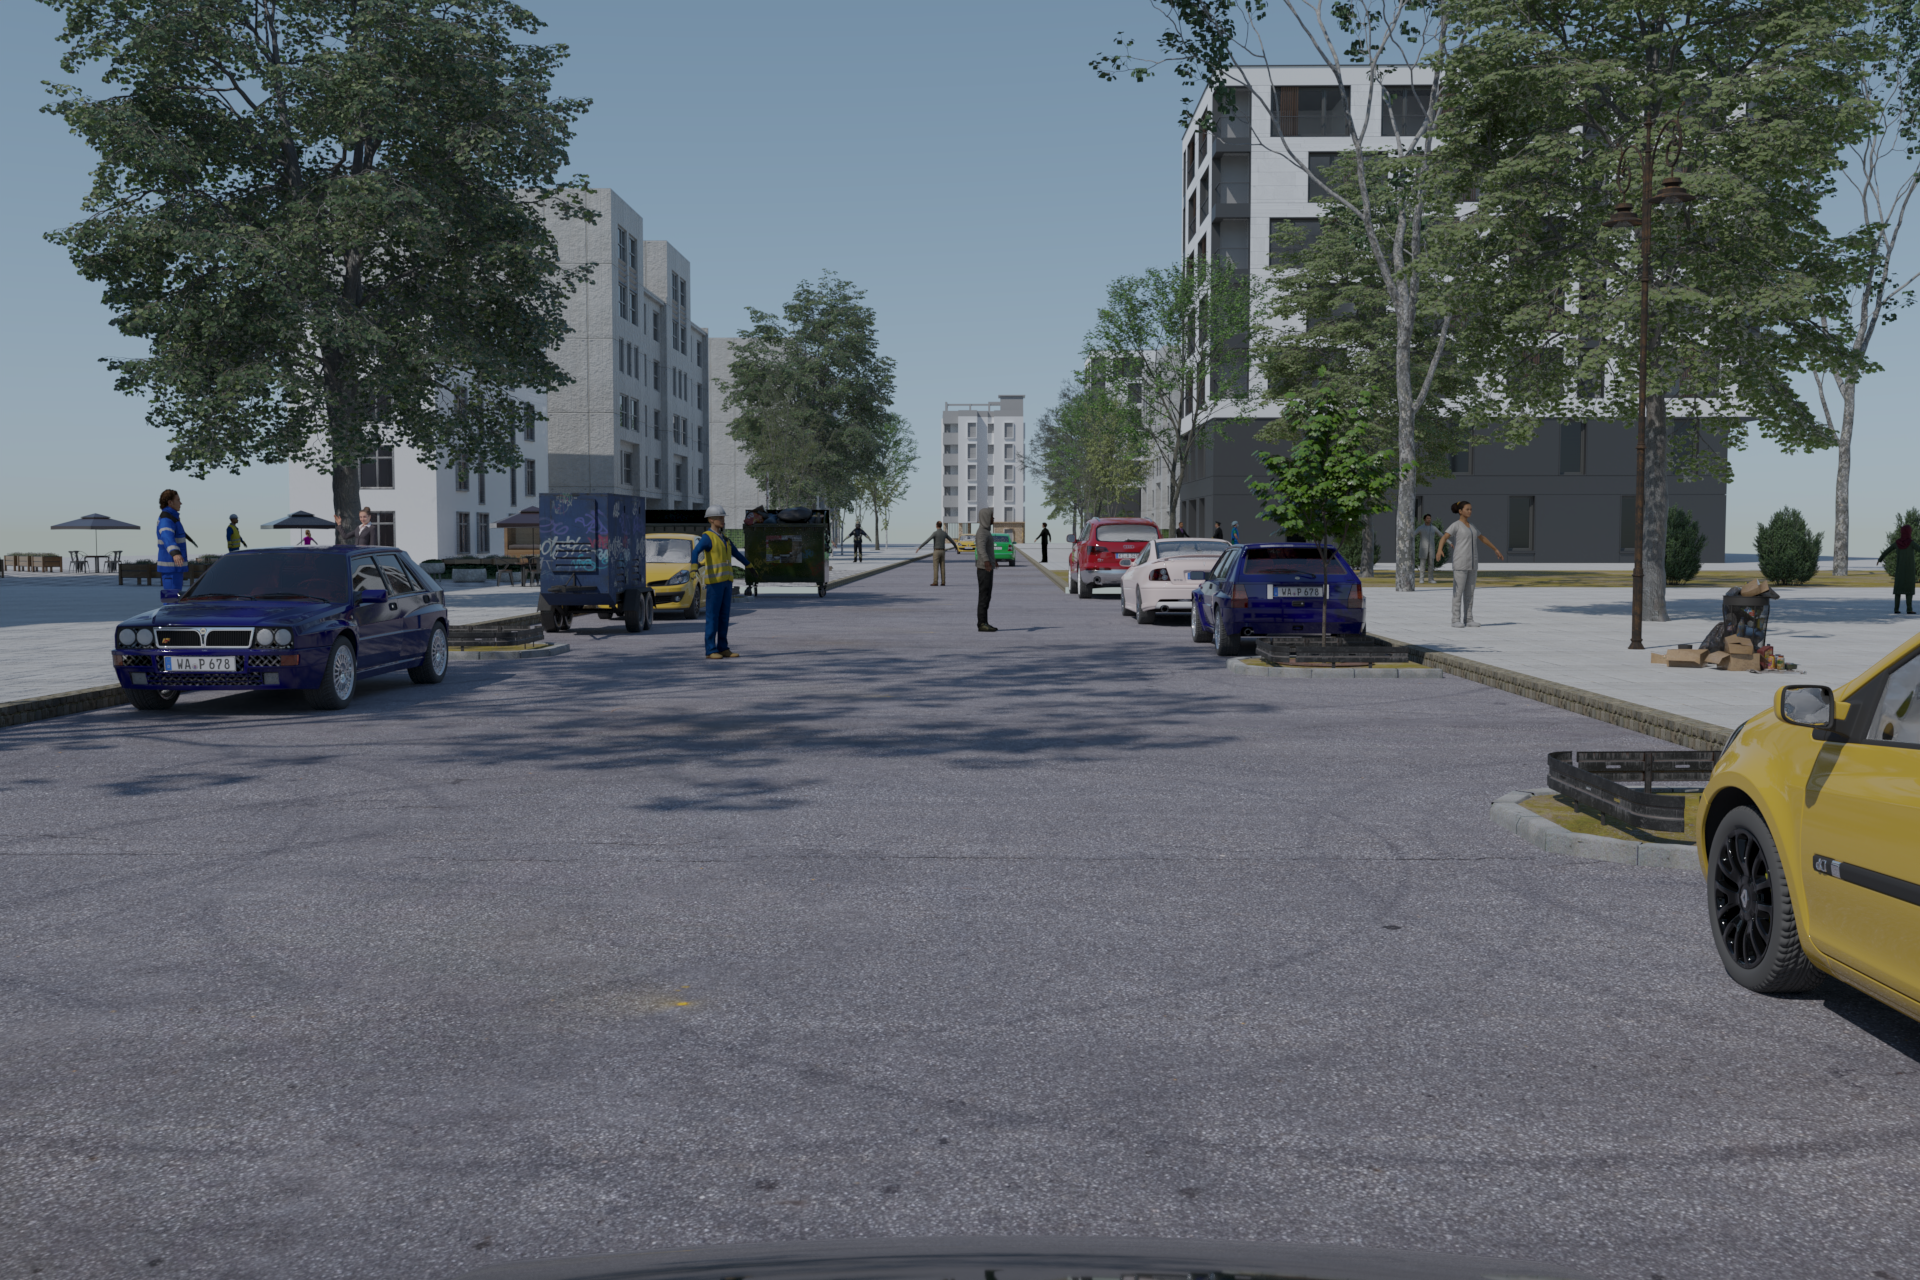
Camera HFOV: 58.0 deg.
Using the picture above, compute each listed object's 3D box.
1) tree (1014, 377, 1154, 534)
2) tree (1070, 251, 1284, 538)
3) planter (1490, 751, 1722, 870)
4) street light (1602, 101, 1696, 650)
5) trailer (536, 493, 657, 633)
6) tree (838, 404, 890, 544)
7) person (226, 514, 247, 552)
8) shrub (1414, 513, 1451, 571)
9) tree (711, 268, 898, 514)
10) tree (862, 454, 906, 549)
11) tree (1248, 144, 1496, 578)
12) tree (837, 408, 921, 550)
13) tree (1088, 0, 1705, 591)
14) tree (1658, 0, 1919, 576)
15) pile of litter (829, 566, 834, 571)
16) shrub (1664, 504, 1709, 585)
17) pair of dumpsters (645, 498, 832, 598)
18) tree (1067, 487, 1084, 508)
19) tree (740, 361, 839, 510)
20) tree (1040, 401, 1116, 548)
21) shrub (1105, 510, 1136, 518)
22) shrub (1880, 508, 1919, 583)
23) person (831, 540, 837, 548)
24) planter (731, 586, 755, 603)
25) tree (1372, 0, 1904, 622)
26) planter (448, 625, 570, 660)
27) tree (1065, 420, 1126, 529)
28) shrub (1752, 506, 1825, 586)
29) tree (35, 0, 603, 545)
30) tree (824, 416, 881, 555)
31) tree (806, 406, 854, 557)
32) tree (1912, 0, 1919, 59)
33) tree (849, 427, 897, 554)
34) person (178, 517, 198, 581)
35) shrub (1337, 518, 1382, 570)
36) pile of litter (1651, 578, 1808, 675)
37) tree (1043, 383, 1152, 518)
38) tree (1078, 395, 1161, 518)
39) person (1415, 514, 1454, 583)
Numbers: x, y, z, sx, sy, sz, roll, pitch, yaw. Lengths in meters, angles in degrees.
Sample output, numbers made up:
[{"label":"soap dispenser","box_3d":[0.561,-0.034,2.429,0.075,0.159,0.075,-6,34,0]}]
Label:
[{"label":"tree","box_3d":[9.229,-13.518,131.381,12.009,13.543,11.850,0,3,0]},{"label":"tree","box_3d":[7.961,-8.411,63.278,9.928,11.665,9.643,0,3,0]},{"label":"planter","box_3d":[3.644,0.787,8.279,1.991,0.319,1.994,0,4,1]},{"label":"street light","box_3d":[7.536,-2.834,19.118,0.468,5.910,1.993,0,4,1]},{"label":"trailer","box_3d":[-5.347,-1.085,24.781,1.471,1.999,3.904,0,4,1]},{"label":"tree","box_3d":[-15.591,-23.260,236.194,12.611,20.169,13.585,0,3,0]},{"label":"person","box_3d":[-19.812,-2.531,47.354,0.705,1.833,1.349,0,4,-5]},{"label":"shrub","box_3d":[16.176,-3.394,59.912,1.690,2.028,1.600,0,3,0]},{"label":"tree","box_3d":[-7.396,-10.898,84.837,9.857,13.997,8.962,0,3,0]},{"label":"tree","box_3d":[-6.379,-11.901,144.938,4.737,8.622,4.395,0,3,0]},{"label":"tree","box_3d":[12.225,-8.140,51.215,7.486,12.596,7.792,0,3,0]},{"label":"tree","box_3d":[-6.633,-12.851,135.864,9.928,11.665,9.643,0,3,0]},{"label":"tree","box_3d":[9.089,-11.076,36.976,12.611,20.169,13.585,0,3,0]},{"label":"tree","box_3d":[27.743,-12.130,54.214,12.611,20.169,13.585,0,3,0]},{"label":"pile of litter","box_3d":[-5.005,-2.847,60.519,1.176,0.858,1.719,0,4,1]},{"label":"shrub","box_3d":[17.940,-2.423,43.662,1.661,2.075,1.752,0,3,0]},{"label":"pair of dumpsters","box_3d":[-5.154,-2.106,39.387,4.436,2.255,1.574,0,4,1]},{"label":"tree","box_3d":[17.383,-18.803,233.185,9.928,11.665,9.643,0,3,0]},{"label":"tree","box_3d":[-7.482,-7.513,73.198,4.360,8.622,3.978,0,3,0]},{"label":"tree","box_3d":[10.118,-14.042,147.713,7.486,12.596,7.792,0,3,0]},{"label":"shrub","box_3d":[5.131,-3.174,55.940,1.661,2.075,1.752,0,3,0]},{"label":"shrub","box_3d":[25.046,-2.511,45.466,1.690,2.028,1.600,0,3,0]},{"label":"person","box_3d":[-3.902,-2.451,45.929,1.347,1.847,0.705,-2,4,-32]},{"label":"planter","box_3d":[-5.442,-0.970,36.996,1.991,0.319,1.994,0,4,2]},{"label":"tree","box_3d":[9.817,-6.546,25.148,7.486,12.596,7.792,0,3,0]},{"label":"planter","box_3d":[-5.780,0.025,20.730,1.991,0.319,1.994,0,4,1]},{"label":"tree","box_3d":[8.156,-9.691,108.813,4.360,8.622,3.978,0,3,0]},{"label":"shrub","box_3d":[20.594,-2.364,43.070,1.690,2.028,1.600,0,3,0]},{"label":"tree","box_3d":[-11.092,-7.592,30.786,9.857,13.997,8.962,0,3,0]},{"label":"tree","box_3d":[-7.048,-9.464,105.094,4.737,8.622,4.395,0,3,0]},{"label":"tree","box_3d":[-6.951,-8.929,96.355,4.360,8.622,3.978,0,3,0]},{"label":"tree","box_3d":[9.475,-6.273,9.216,9.857,13.997,8.962,0,3,0]},{"label":"tree","box_3d":[-6.808,-9.966,113.312,4.360,8.622,3.978,0,3,0]},{"label":"person","box_3d":[-21.586,-2.548,47.795,1.346,1.812,0.704,2,4,26]},{"label":"shrub","box_3d":[14.102,-3.502,61.304,1.661,2.075,1.752,0,3,0]},{"label":"pile of litter","box_3d":[7.366,-0.164,16.642,1.176,0.858,1.719,0,4,1]},{"label":"tree","box_3d":[9.429,-11.779,118.337,9.928,11.665,9.643,0,3,0]},{"label":"tree","box_3d":[8.024,-8.525,89.740,4.737,8.622,4.395,0,3,0]},{"label":"person","box_3d":[12.140,-2.372,44.965,1.347,1.806,0.705,0,4,-3]}]
